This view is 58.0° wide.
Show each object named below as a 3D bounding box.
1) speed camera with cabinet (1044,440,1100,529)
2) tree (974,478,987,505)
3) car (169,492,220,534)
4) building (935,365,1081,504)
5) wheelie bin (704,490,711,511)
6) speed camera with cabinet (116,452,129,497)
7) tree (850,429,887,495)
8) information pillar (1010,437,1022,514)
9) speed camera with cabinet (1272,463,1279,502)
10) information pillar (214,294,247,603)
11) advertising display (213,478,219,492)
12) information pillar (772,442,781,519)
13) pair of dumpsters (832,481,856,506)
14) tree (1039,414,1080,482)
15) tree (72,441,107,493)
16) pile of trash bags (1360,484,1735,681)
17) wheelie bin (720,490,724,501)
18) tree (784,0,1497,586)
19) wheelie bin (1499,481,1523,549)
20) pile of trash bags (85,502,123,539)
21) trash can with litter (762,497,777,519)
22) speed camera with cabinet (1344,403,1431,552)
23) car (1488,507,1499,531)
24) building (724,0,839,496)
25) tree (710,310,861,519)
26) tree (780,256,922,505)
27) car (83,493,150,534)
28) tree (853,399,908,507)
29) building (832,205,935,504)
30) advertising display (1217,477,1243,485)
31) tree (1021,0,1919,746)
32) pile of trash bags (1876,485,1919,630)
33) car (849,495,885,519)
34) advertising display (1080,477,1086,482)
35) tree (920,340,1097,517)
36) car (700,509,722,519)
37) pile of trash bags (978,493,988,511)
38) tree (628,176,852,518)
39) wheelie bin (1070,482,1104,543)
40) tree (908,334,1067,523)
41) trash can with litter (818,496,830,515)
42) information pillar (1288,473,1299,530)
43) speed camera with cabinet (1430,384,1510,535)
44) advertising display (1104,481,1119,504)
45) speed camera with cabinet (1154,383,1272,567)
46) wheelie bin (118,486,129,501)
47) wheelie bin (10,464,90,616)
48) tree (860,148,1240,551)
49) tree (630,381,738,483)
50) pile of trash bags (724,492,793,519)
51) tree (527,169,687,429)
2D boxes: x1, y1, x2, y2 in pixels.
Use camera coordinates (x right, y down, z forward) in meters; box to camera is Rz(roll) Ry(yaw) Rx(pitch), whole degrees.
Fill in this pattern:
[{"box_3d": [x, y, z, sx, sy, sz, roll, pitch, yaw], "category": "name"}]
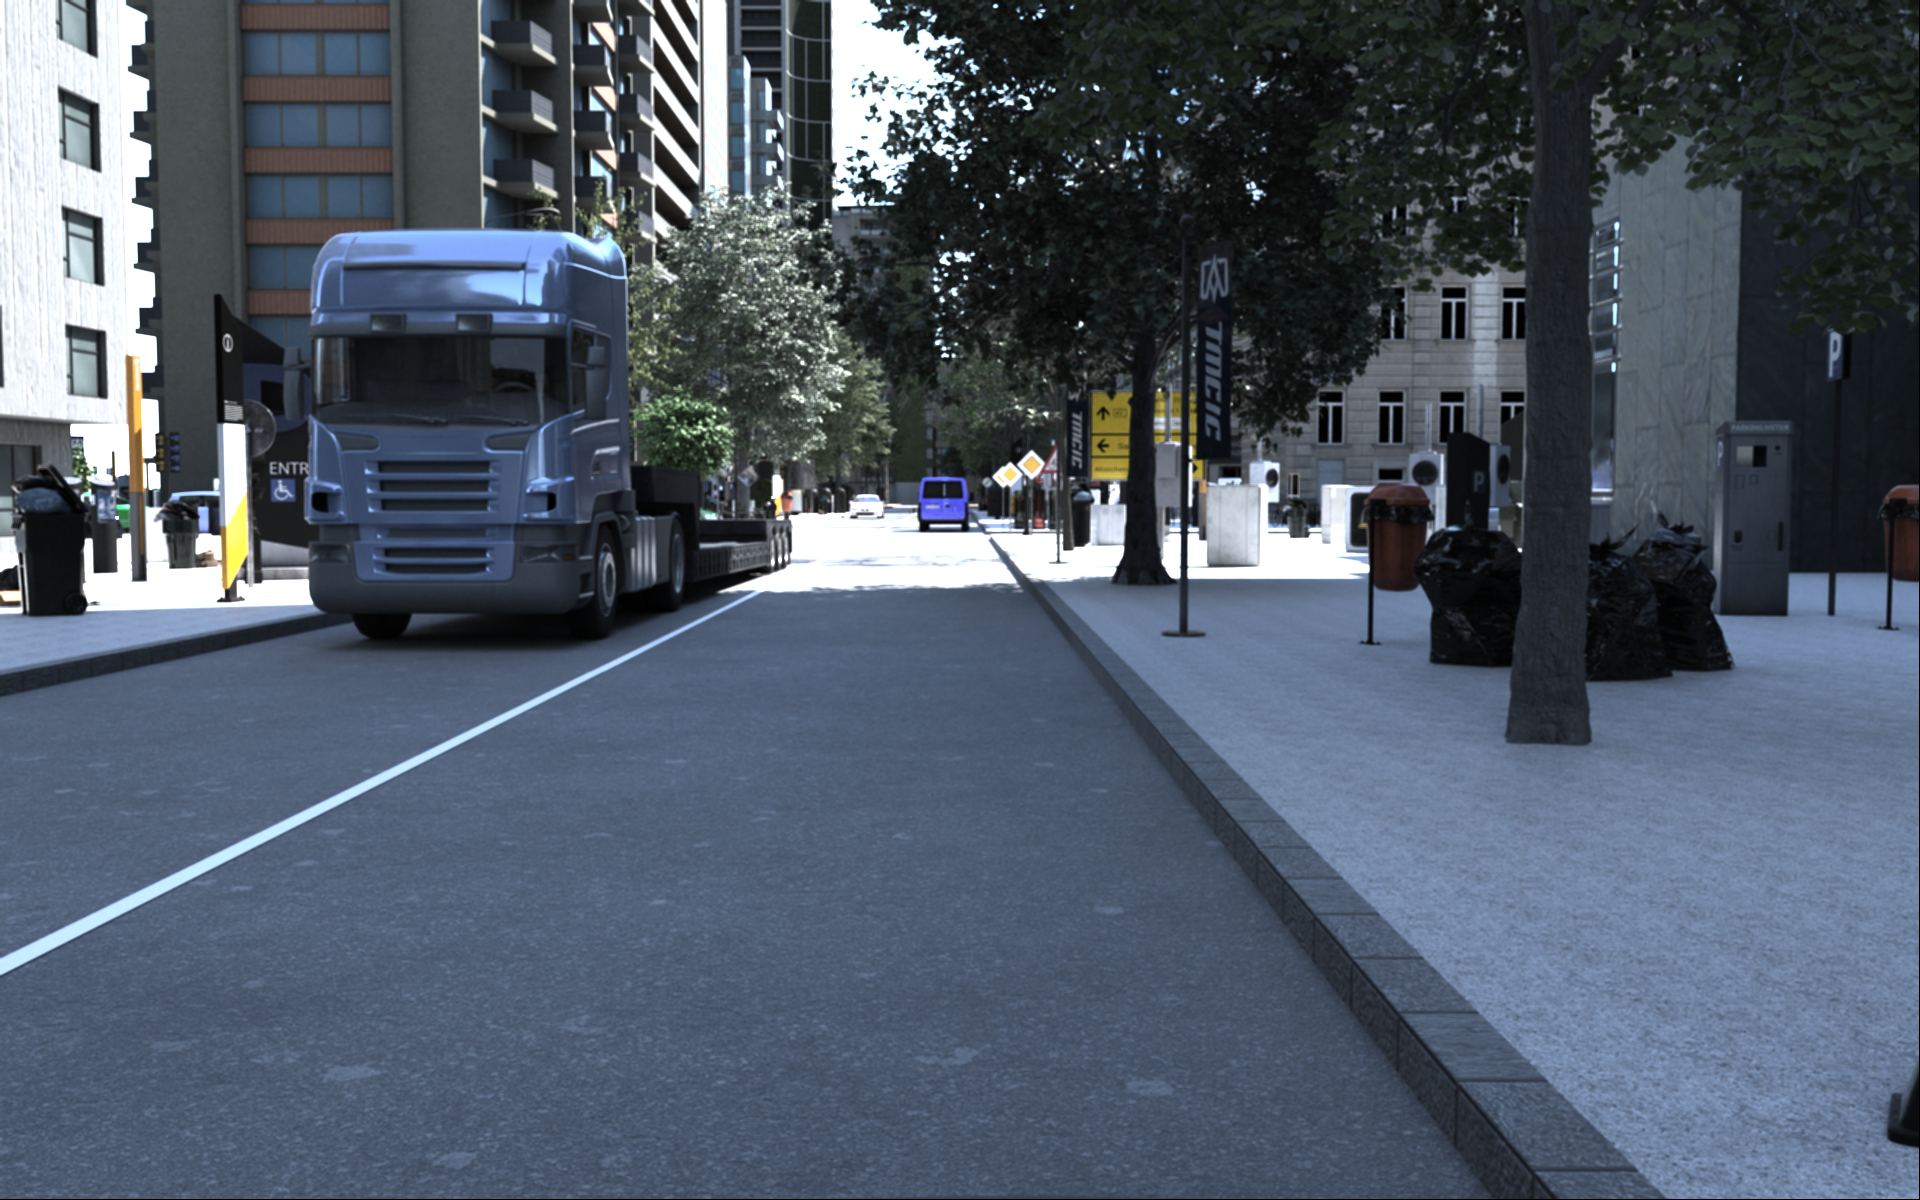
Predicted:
[{"box_3d": [4.119, -4.246, 63.750, 2.038, 3.252, 0.660, 1, 4, 9], "category": "speed camera with cabinet"}, {"box_3d": [2.453, -12.857, 204.809, 1.663, 3.219, 1.824, 0, 3, 0], "category": "tree"}, {"box_3d": [-23.963, -2.853, 56.235, 3.694, 1.707, 1.945, 0, 4, 0], "category": "car"}, {"box_3d": [11.110, -24.450, 244.796, 28.899, 21.520, 27.650, 0, 4, 0], "category": "building"}, {"box_3d": [-17.895, -7.068, 123.476, 0.693, 1.594, 0.980, -1, 4, -13], "category": "wheelie bin"}, {"box_3d": [-40.188, -5.406, 82.724, 0.660, 3.252, 2.038, -3, 4, -38], "category": "speed camera with cabinet"}, {"box_3d": [-8.487, -13.380, 169.119, 4.360, 8.622, 3.978, 0, 3, 0], "category": "tree"}, {"box_3d": [2.293, -4.823, 70.216, 0.504, 3.616, 0.183, 0, 4, 1], "category": "information pillar"}, {"box_3d": [8.047, -3.294, 48.186, 2.038, 3.252, 0.660, -3, 5, -42], "category": "speed camera with cabinet"}, {"box_3d": [-8.647, -1.785, 20.539, 0.183, 3.616, 0.504, 0, 4, 5], "category": "information pillar"}, {"box_3d": [-30.047, -3.973, 70.178, 0.123, 1.923, 0.974, -3, 4, -37], "category": "advertising display"}, {"box_3d": [-8.204, -5.255, 77.274, 0.183, 3.616, 0.504, 2, 4, 34], "category": "information pillar"}, {"box_3d": [-8.518, -7.591, 126.602, 1.574, 2.255, 4.437, 0, 3, 0], "category": "pair of dumpsters"}, {"box_3d": [8.065, -11.066, 131.295, 4.737, 8.622, 4.395, 0, 3, 0], "category": "tree"}, {"box_3d": [-32.130, -4.213, 63.490, 1.663, 3.219, 1.824, 0, 3, 0], "category": "tree"}, {"box_3d": [4.330, -0.236, 13.618, 1.912, 1.369, 3.447, -2, 4, -26], "category": "pile of trash bags"}, {"box_3d": [-18.129, -7.635, 132.741, 0.980, 1.594, 0.693, 1, 4, 17], "category": "wheelie bin"}, {"box_3d": [2.598, -6.562, 24.299, 9.611, 12.733, 9.660, 0, 3, 0], "category": "tree"}, {"box_3d": [13.084, -2.013, 40.813, 0.980, 1.594, 0.693, -2, 4, -23], "category": "wheelie bin"}, {"box_3d": [-25.693, -2.401, 49.004, 3.447, 1.369, 1.912, -3, 5, -43], "category": "pile of trash bags"}, {"box_3d": [-7.972, -3.645, 70.981, 0.624, 1.170, 1.055, -3, 5, -43], "category": "trash can with litter"}, {"box_3d": [9.524, -2.670, 37.996, 2.038, 3.252, 0.660, 1, 4, 22], "category": "speed camera with cabinet"}, {"box_3d": [16.921, -2.819, 58.090, 4.499, 1.417, 2.014, 0, 4, 1], "category": "car"}, {"box_3d": [-27.723, -49.055, 240.293, 20.611, 71.187, 20.563, 0, 4, 0], "category": "building"}, {"box_3d": [-8.533, -9.177, 84.464, 8.767, 10.594, 7.601, 0, 4, 1], "category": "tree"}, {"box_3d": [-7.944, -17.116, 135.737, 12.611, 20.169, 13.585, 0, 3, 0], "category": "tree"}, {"box_3d": [-29.257, -2.964, 57.263, 4.718, 1.807, 1.959, 0, 4, 0], "category": "car"}, {"box_3d": [-8.441, -15.365, 176.966, 9.928, 11.665, 9.643, 0, 3, 0], "category": "tree"}, {"box_3d": [-10.366, -33.885, 237.618, 14.086, 41.232, 14.154, 0, 4, 0], "category": "building"}, {"box_3d": [10.219, -3.691, 65.566, 0.974, 1.923, 0.123, 1, 4, 19], "category": "advertising display"}, {"box_3d": [2.867, -5.562, 9.060, 7.486, 12.596, 7.792, 0, 3, 0], "category": "tree"}, {"box_3d": [9.411, -0.327, 15.105, 1.912, 1.369, 3.447, -1, 4, -15], "category": "pile of trash bags"}, {"box_3d": [-5.462, -5.482, 101.989, 2.083, 1.381, 4.827, 0, 4, 0], "category": "car"}, {"box_3d": [4.773, -3.807, 67.461, 0.123, 1.923, 0.974, 0, 4, -2], "category": "advertising display"}, {"box_3d": [2.997, -11.311, 95.301, 12.009, 13.543, 11.850, 0, 3, 0], "category": "tree"}, {"box_3d": [-10.411, -2.840, 58.236, 4.920, 1.459, 2.131, 0, 4, 0], "category": "car"}, {"box_3d": [2.221, -7.405, 130.816, 1.912, 1.369, 3.447, 0, 4, 5], "category": "pile of trash bags"}, {"box_3d": [-8.845, -9.954, 69.399, 9.857, 13.997, 8.962, 0, 3, 0], "category": "tree"}, {"box_3d": [3.125, -2.313, 45.725, 0.693, 1.594, 0.980, -3, 5, -44], "category": "wheelie bin"}, {"box_3d": [2.656, -9.250, 76.994, 9.928, 11.665, 9.643, 0, 3, 0], "category": "tree"}, {"box_3d": [-8.241, -5.696, 104.508, 0.624, 1.170, 1.055, 0, 4, 6], "category": "trash can with litter"}, {"box_3d": [11.896, -3.504, 61.788, 0.304, 2.012, 0.304, -1, 4, -10], "category": "information pillar"}, {"box_3d": [9.100, -2.221, 30.651, 0.660, 3.252, 2.038, 3, 4, 38], "category": "speed camera with cabinet"}, {"box_3d": [4.196, -2.597, 47.682, 0.123, 1.923, 0.974, 2, 4, 25], "category": "advertising display"}, {"box_3d": [4.420, -2.233, 30.847, 2.038, 3.252, 0.660, 1, 4, 22], "category": "speed camera with cabinet"}, {"box_3d": [-32.818, -3.706, 68.500, 0.980, 1.594, 0.693, -1, 4, -20], "category": "wheelie bin"}, {"box_3d": [-9.668, -0.641, 18.385, 0.693, 1.594, 0.980, -3, 4, -38], "category": "wheelie bin"}, {"box_3d": [2.463, -6.393, 38.938, 8.767, 10.594, 7.601, 0, 4, 1], "category": "tree"}, {"box_3d": [-8.173, -4.095, 50.661, 4.285, 4.588, 4.351, 0, 3, 0], "category": "tree"}, {"box_3d": [-9.606, -4.416, 81.960, 3.447, 1.369, 1.912, 0, 4, 4], "category": "pile of trash bags"}, {"box_3d": [-8.555, -5.494, 40.186, 4.737, 8.622, 4.395, 0, 3, 0], "category": "tree"}]
